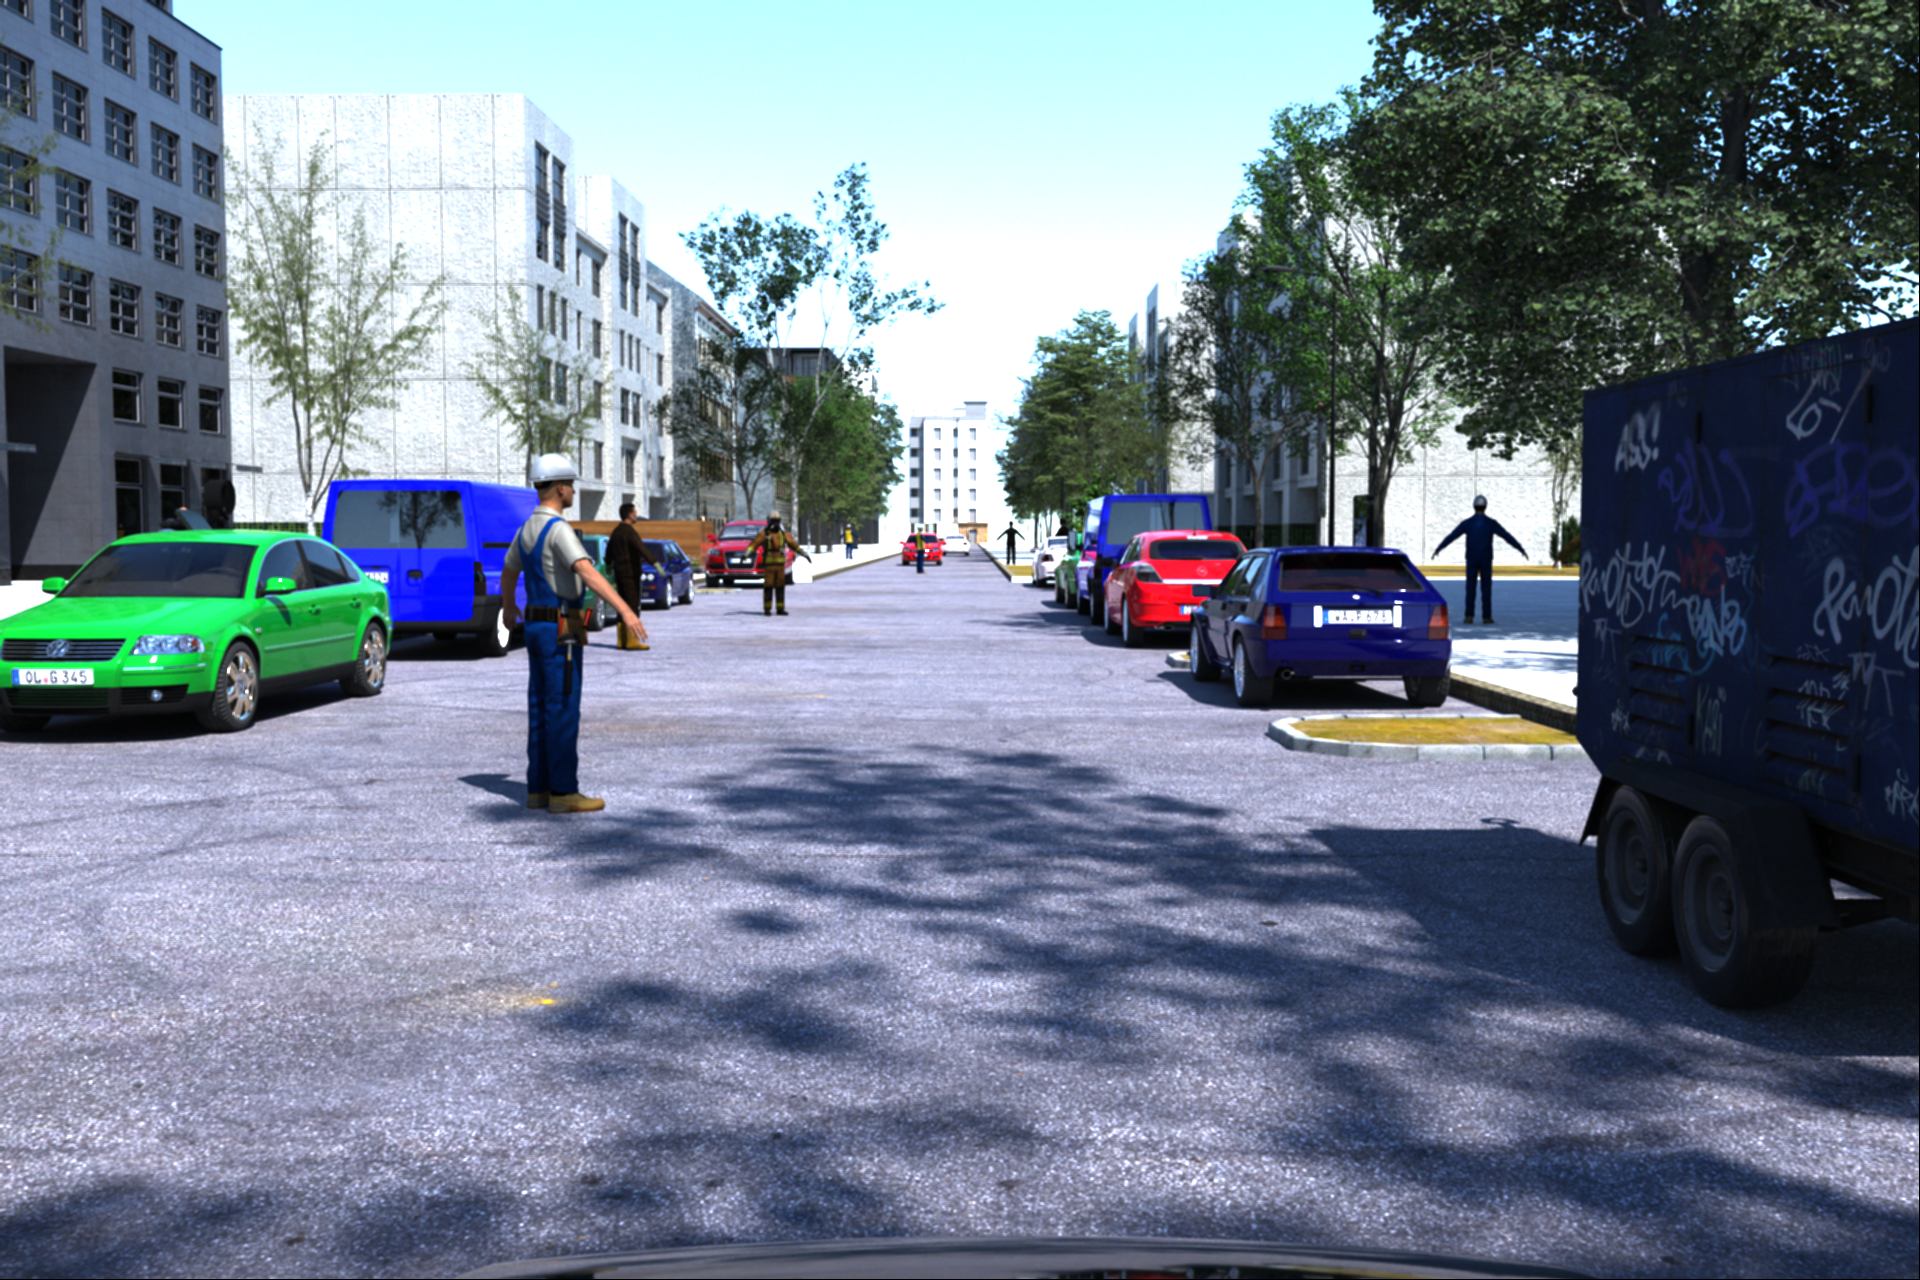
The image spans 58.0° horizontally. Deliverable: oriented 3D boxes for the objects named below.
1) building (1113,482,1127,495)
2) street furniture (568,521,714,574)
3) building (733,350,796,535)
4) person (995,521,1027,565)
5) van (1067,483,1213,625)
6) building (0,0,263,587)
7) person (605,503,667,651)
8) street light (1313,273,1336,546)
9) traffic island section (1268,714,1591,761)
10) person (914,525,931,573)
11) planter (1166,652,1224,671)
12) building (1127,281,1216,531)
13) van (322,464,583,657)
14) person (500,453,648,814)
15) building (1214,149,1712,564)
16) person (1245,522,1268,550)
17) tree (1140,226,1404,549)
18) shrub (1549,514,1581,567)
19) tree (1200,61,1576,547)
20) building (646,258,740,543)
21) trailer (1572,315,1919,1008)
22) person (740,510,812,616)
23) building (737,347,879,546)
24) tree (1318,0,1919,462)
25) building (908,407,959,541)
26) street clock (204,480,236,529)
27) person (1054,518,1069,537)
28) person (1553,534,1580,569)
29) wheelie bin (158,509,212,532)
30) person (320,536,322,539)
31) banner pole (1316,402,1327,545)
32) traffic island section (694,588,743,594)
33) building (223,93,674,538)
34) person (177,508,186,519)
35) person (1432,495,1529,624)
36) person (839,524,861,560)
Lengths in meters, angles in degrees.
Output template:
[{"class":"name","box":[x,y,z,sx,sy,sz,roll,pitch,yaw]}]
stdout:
[{"class":"building","box":[21.223,-17.169,222.856,9.099,9.664,28.070,0,4,0]},{"class":"street furniture","box":[-12.461,-3.186,58.943,9.812,1.723,11.010,0,4,5]},{"class":"building","box":[-27.424,-21.336,179.765,19.493,23.208,18.063,0,4,1]},{"class":"person","box":[2.141,-4.084,72.715,1.347,1.837,0.705,0,4,-6]},{"class":"van","box":[3.011,-1.506,29.015,2.240,2.365,5.245,0,4,0]},{"class":"building","box":[-28.329,-13.822,44.406,11.959,24.771,22.079,0,4,0]},{"class":"person","box":[-4.072,-0.783,21.400,0.704,1.812,1.346,-3,5,-41]},{"class":"street light","box":[7.032,-3.524,30.151,1.470,5.913,1.316,0,4,0]},{"class":"traffic island section","box":[3.186,0.668,11.949,1.991,0.108,1.994,0,4,-1]},{"class":"person","box":[-1.364,-3.312,63.079,0.721,1.772,1.216,-2,4,-28]},{"class":"planter","box":[3.296,0.131,18.996,1.991,0.319,1.994,0,4,1]},{"class":"building","box":[22.258,-16.094,129.586,16.747,18.905,31.486,0,4,1]},{"class":"van","box":[-6.230,-1.066,21.815,2.240,2.365,5.245,0,4,1]},{"class":"person","box":[-2.085,-0.042,9.008,0.705,1.847,1.347,-3,5,-43]},{"class":"building","box":[23.643,-13.564,88.225,16.747,18.905,31.486,0,4,0]},{"class":"person","box":[14.311,-4.785,84.009,0.705,1.856,1.354,-3,5,-43]},{"class":"tree","box":[9.100,-7.177,51.754,8.767,10.594,7.601,1,4,21]},{"class":"shrub","box":[23.673,-3.862,67.188,1.661,2.075,1.752,0,3,0]},{"class":"tree","box":[9.311,-6.870,38.079,9.928,11.665,9.643,0,3,0]},{"class":"building","box":[-26.184,-17.712,120.523,19.493,23.208,18.063,0,3,0]},{"class":"trailer","box":[2.975,0.048,6.262,1.471,1.999,3.904,0,4,0]},{"class":"person","box":[-3.260,-1.361,30.473,1.354,1.858,0.705,-2,4,-29]},{"class":"building","box":[-24.584,-22.136,205.893,27.936,21.610,32.646,0,4,1]},{"class":"tree","box":[9.051,-6.982,20.812,9.857,13.997,8.962,0,3,0]},{"class":"building","box":[-7.100,-23.906,249.743,11.380,20.090,16.016,0,4,7]},{"class":"street clock","box":[-9.845,-1.132,23.085,0.358,2.002,0.471,0,4,0]},{"class":"person","box":[3.326,-3.084,56.611,0.705,1.806,1.347,3,4,37]},{"class":"person","box":[6.757,-0.679,17.881,1.217,1.736,0.721,1,4,23]},{"class":"wheelie bin","box":[-9.834,-0.866,22.072,0.693,1.594,0.980,0,3,0]},{"class":"person","box":[-19.245,-2.848,52.837,0.705,1.796,1.348,1,4,10]},{"class":"banner pole","box":[6.821,-2.610,32.689,0.401,3.779,0.863,0,4,0]},{"class":"traffic island section","box":[-6.339,-1.181,42.177,1.991,0.108,1.994,0,3,0]},{"class":"building","box":[-25.482,-13.407,85.667,16.747,18.905,31.486,0,4,1]},{"class":"person","box":[-14.109,-1.514,31.355,0.434,1.755,0.990,3,4,38]},{"class":"person","box":[7.468,-1.164,24.905,1.347,1.842,0.705,1,4,21]},{"class":"person","box":[-5.539,-4.929,87.046,1.216,1.772,0.721,1,4,23]}]
